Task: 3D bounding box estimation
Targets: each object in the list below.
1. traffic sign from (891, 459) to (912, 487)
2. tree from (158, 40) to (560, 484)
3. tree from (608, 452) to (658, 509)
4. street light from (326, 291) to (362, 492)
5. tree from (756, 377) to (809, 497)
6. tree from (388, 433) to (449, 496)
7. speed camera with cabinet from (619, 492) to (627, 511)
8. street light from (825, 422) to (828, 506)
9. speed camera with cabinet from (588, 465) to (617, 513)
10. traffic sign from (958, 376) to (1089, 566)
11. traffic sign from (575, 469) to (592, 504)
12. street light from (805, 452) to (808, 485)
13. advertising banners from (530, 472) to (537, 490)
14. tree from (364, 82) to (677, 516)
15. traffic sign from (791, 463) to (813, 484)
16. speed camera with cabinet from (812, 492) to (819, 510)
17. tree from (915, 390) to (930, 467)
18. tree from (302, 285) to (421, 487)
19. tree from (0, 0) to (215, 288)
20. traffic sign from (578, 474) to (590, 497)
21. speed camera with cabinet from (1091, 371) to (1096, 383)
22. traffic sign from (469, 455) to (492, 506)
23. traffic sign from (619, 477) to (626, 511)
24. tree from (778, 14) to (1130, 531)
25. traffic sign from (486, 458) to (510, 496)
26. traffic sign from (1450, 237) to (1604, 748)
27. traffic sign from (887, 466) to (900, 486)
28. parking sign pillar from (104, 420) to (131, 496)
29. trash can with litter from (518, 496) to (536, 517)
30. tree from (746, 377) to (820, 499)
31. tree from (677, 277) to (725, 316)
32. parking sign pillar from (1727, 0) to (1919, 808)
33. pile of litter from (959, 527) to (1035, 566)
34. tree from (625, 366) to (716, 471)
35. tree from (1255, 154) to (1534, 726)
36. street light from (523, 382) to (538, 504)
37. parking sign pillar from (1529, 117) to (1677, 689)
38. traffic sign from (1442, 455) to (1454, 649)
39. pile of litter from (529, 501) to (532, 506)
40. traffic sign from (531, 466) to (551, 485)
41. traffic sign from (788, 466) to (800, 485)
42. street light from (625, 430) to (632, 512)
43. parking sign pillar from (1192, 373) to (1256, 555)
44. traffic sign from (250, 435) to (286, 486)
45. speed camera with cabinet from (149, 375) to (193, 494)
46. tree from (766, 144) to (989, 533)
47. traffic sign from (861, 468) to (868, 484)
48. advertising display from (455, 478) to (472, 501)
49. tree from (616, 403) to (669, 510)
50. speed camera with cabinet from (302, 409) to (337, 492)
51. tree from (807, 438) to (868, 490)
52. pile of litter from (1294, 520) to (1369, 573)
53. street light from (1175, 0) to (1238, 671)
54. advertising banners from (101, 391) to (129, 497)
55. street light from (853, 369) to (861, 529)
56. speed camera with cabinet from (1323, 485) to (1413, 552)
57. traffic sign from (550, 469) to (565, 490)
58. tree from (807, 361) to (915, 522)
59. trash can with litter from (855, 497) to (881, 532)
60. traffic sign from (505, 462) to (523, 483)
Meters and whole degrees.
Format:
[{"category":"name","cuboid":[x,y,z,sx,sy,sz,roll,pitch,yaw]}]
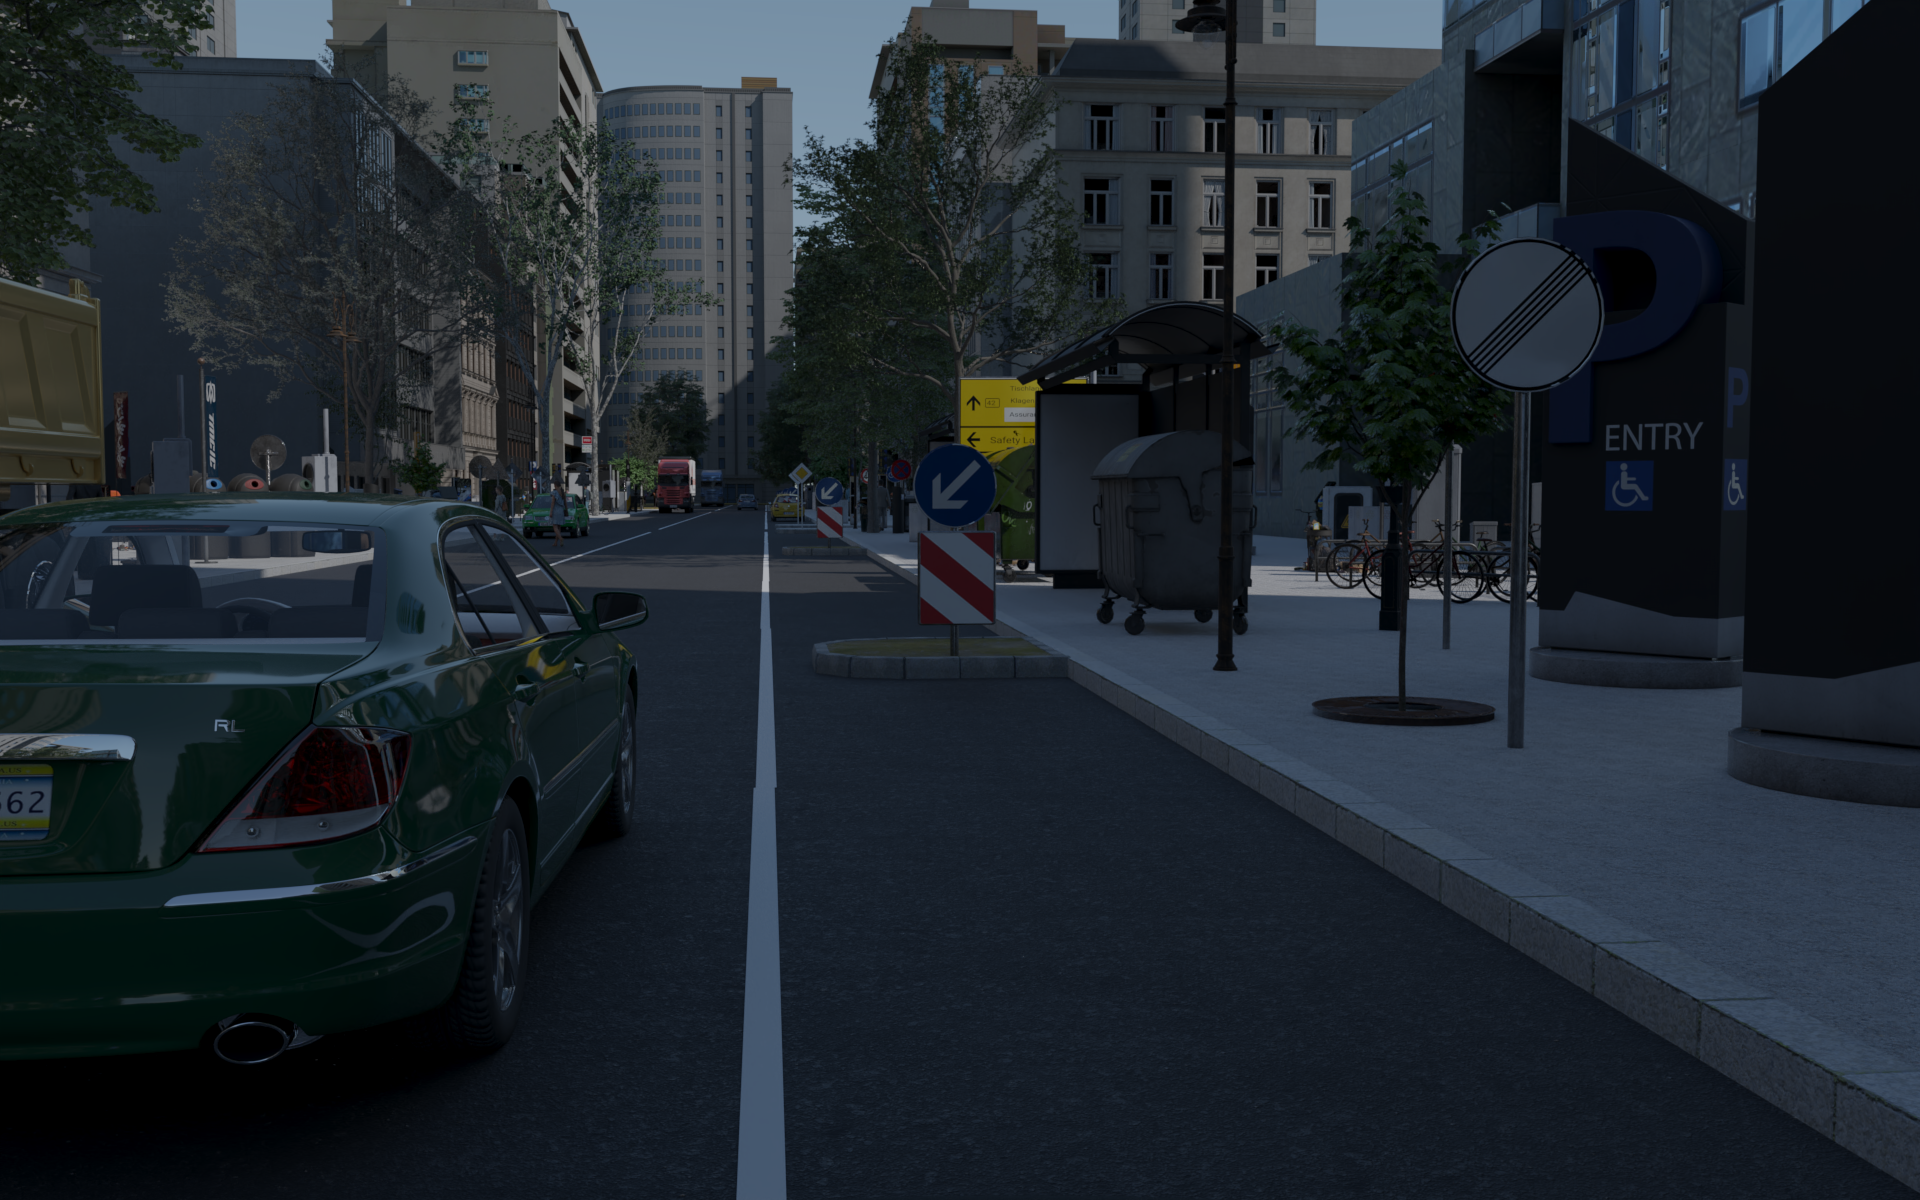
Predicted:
[{"category":"traffic sign","cuboid":[-2.150,-3.881,63.564,0.768,2.556,0.104,0,4,3]},{"category":"tree","cuboid":[-16.178,-8.363,47.104,12.009,13.543,11.850,0,3,0]},{"category":"tree","cuboid":[-26.950,-10.026,147.641,4.285,4.588,4.351,0,3,0]},{"category":"street light","cuboid":[-14.040,-4.087,39.609,0.468,5.910,1.993,0,4,-6]},{"category":"tree","cuboid":[-16.640,-16.705,179.777,9.857,13.997,8.962,0,3,0]},{"category":"tree","cuboid":[-16.882,-3.675,54.684,1.663,3.219,1.824,0,3,0]},{"category":"speed camera with cabinet","cuboid":[-25.982,-8.338,130.661,2.038,3.252,0.660,1,4,19]},{"category":"street light","cuboid":[-7.220,-7.429,94.246,0.468,5.910,1.993,0,4,-6]},{"category":"speed camera with cabinet","cuboid":[-24.203,-7.479,116.617,2.038,3.252,0.660,2,4,25]},{"category":"traffic sign","cuboid":[1.097,-2.215,30.090,2.265,3.308,0.079,0,4,1]},{"category":"traffic sign","cuboid":[-19.379,-5.448,89.079,0.884,2.594,0.081,0,4,-1]},{"category":"street light","cuboid":[-12.951,-10.621,146.433,0.468,5.910,1.993,0,4,-6]},{"category":"advertising banners","cuboid":[-31.327,-8.192,130.119,2.074,3.025,0.090,-3,5,-41]},{"category":"tree","cuboid":[-20.689,-13.789,81.345,12.611,20.169,13.585,0,3,0]},{"category":"traffic sign","cuboid":[-5.815,-3.778,63.964,0.795,2.593,0.064,0,4,-6]},{"category":"speed camera with cabinet","cuboid":[-10.842,-8.856,139.133,2.038,3.252,0.660,-3,4,-36]},{"category":"tree","cuboid":[-3.278,-9.852,111.450,4.360,8.622,3.978,0,3,0]},{"category":"tree","cuboid":[-20.199,-6.656,59.188,4.360,8.622,3.978,0,3,0]},{"category":"tree","cuboid":[-12.081,-6.175,19.091,7.486,12.596,7.792,0,3,0]},{"category":"traffic sign","cuboid":[-19.591,-5.389,90.233,0.606,2.300,0.079,0,4,-1]},{"category":"speed camera with cabinet","cuboid":[2.281,-2.007,27.149,0.660,3.252,2.038,0,4,4]},{"category":"traffic sign","cuboid":[-15.702,-3.463,56.731,0.768,2.556,0.104,0,4,3]},{"category":"traffic sign","cuboid":[-24.862,-7.844,128.361,0.768,2.556,0.104,0,4,3]},{"category":"tree","cuboid":[-0.198,-6.116,34.411,7.601,10.594,8.767,0,4,2]},{"category":"traffic sign","cuboid":[-16.669,-3.824,62.523,0.884,2.594,0.081,0,4,-3]},{"category":"traffic sign","cuboid":[2.814,-0.525,8.693,0.768,2.556,0.104,0,4,-1]},{"category":"traffic sign","cuboid":[-2.802,-4.586,75.094,0.768,2.556,0.104,0,4,-4]},{"category":"parking sign pillar","cuboid":[-28.812,-4.302,58.803,1.447,3.967,1.447,1,4,20]},{"category":"trash can with litter","cuboid":[-24.605,-5.393,99.228,2.233,1.210,1.678,-1,4,-9]},{"category":"tree","cuboid":[-15.042,-15.114,164.115,9.611,12.733,9.660,0,3,0]},{"category":"tree","cuboid":[-19.942,-14.973,100.699,12.611,20.169,13.585,0,3,0]},{"category":"parking sign pillar","cuboid":[4.206,-1.170,7.600,1.447,3.967,1.447,-3,4,-39]},{"category":"pile of litter","cuboid":[0.357,-1.059,31.283,1.176,0.858,1.719,-2,4,-33]},{"category":"tree","cuboid":[-29.393,-16.343,173.856,9.857,13.997,8.962,0,3,0]},{"category":"tree","cuboid":[2.465,-0.945,10.059,1.663,3.219,1.824,0,3,0]},{"category":"street light","cuboid":[-17.670,-6.038,71.509,0.468,5.910,1.993,0,4,-6]},{"category":"parking sign pillar","cuboid":[4.730,-1.437,11.969,1.447,3.967,1.447,-3,5,-42]},{"category":"traffic sign","cuboid":[4.023,-0.872,14.255,0.884,2.594,0.081,0,4,-6]},{"category":"pile of litter","cuboid":[-28.351,-6.227,115.768,1.176,0.858,1.719,-1,4,-9]},{"category":"traffic sign","cuboid":[-17.135,-4.194,70.757,0.795,2.593,0.064,0,4,-6]},{"category":"traffic sign","cuboid":[-6.704,-4.264,71.900,0.795,2.593,0.064,0,4,-6]},{"category":"street light","cuboid":[-23.505,-9.178,122.849,0.468,5.910,1.993,0,4,-6]},{"category":"parking sign pillar","cuboid":[5.522,-2.935,36.467,1.447,3.967,1.447,1,4,11]},{"category":"traffic sign","cuboid":[-14.846,-2.268,37.192,0.768,2.556,0.104,0,4,-1]},{"category":"speed camera with cabinet","cuboid":[-13.421,-2.144,29.385,0.660,3.252,2.038,-2,4,-26]},{"category":"tree","cuboid":[-2.548,-8.465,56.533,7.486,12.596,7.792,0,3,0]},{"category":"traffic sign","cuboid":[-4.435,-5.133,84.034,0.768,2.556,0.104,0,4,-4]},{"category":"advertising display","cuboid":[-20.393,-4.032,71.131,0.123,1.923,0.974,1,4,20]},{"category":"tree","cuboid":[-25.680,-11.642,140.714,4.360,8.622,3.978,0,3,0]},{"category":"speed camera with cabinet","cuboid":[-15.351,-2.833,40.662,2.038,3.252,0.660,3,5,44]},{"category":"tree","cuboid":[-6.090,-6.370,87.871,4.285,4.588,4.351,0,3,0]},{"category":"pile of litter","cuboid":[6.184,-0.908,28.806,1.176,0.858,1.719,0,4,3]},{"category":"street light","cuboid":[1.932,-2.425,12.440,0.468,5.910,1.993,0,4,-6]},{"category":"advertising banners","cuboid":[-14.926,-2.077,30.143,2.074,3.025,0.090,3,5,40]},{"category":"street light","cuboid":[-3.868,-5.566,63.784,0.468,5.910,1.993,0,4,-6]},{"category":"speed camera with cabinet","cuboid":[9.089,-2.685,38.231,2.038,3.252,0.660,0,4,0]},{"category":"traffic sign","cuboid":[-21.096,-5.545,90.658,0.884,2.594,0.081,0,4,-3]},{"category":"tree","cuboid":[-4.520,-7.792,77.765,4.360,8.622,3.978,0,3,0]},{"category":"trash can with litter","cuboid":[-3.073,-2.880,58.480,0.624,1.170,1.055,1,4,19]},{"category":"traffic sign","cuboid":[-16.247,-3.708,62.821,0.795,2.593,0.064,0,4,-6]}]
